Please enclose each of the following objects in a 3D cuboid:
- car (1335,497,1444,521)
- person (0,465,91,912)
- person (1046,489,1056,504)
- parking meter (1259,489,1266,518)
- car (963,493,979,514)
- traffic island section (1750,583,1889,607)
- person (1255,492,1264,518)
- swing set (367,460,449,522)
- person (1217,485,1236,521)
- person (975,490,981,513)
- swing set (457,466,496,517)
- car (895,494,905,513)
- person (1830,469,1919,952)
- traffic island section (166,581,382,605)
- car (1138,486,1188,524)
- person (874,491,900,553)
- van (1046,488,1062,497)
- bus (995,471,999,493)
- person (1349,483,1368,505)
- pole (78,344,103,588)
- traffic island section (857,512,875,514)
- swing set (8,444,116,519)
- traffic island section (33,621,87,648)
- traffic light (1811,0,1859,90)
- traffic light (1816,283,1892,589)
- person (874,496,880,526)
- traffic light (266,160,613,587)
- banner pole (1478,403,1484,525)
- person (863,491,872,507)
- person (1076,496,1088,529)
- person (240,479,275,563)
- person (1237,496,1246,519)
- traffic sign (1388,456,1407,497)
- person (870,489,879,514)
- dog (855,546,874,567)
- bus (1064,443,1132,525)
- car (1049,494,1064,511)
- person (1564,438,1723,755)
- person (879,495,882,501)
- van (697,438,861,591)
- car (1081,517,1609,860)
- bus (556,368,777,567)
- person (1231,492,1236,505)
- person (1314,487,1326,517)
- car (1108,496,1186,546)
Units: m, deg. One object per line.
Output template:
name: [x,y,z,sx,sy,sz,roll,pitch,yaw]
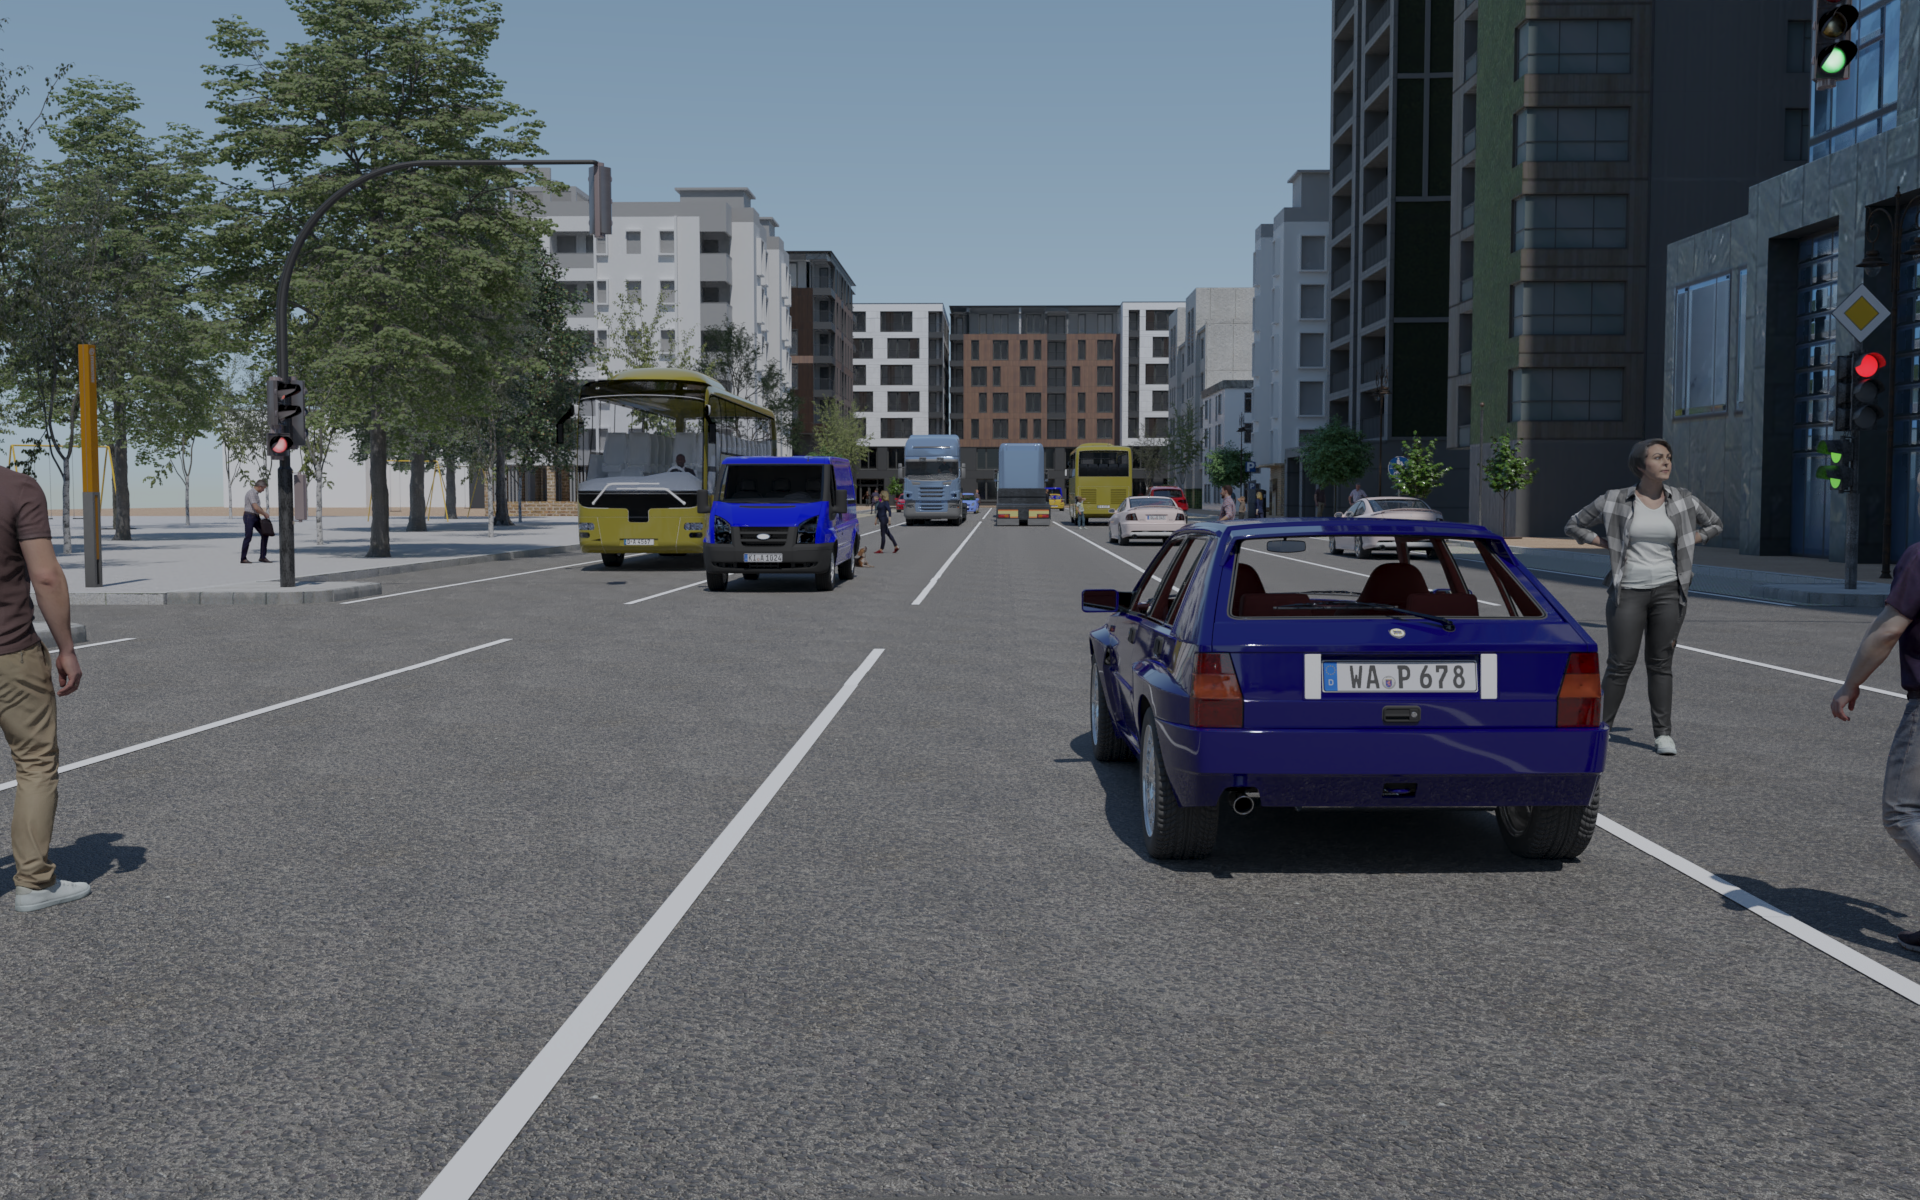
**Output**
car: [9.707,-1.663,39.560,2.083,1.381,4.827,0,4,0]
person: [-3.348,0.162,5.972,0.598,1.807,0.434,0,4,4]
person: [6.131,-6.932,121.850,1.348,1.822,0.705,-2,4,-34]
parking meter: [15.164,-4.794,86.792,0.372,1.533,0.369,0,3,0]
car: [0.438,-7.121,126.023,1.945,1.707,3.694,0,4,3]
traffic island section: [12.040,-0.067,23.372,2.009,0.180,2.903,0,4,1]
person: [11.025,-3.206,63.462,0.613,1.512,0.480,2,4,33]
swing set: [-25.522,-5.060,80.353,3.119,2.851,2.862,-2,4,-35]
person: [4.566,-1.185,29.836,0.435,1.587,0.963,0,4,7]
person: [1.341,-7.444,130.757,0.434,1.755,0.990,2,4,33]
swing set: [-28.019,-6.102,97.387,3.119,2.851,2.862,1,4,18]
car: [-4.025,-7.753,135.793,2.155,1.783,4.494,0,4,1]
person: [2.981,0.333,5.258,0.569,1.553,0.471,1,4,17]
traffic island section: [-9.294,-0.099,23.900,2.009,0.180,2.903,0,4,1]
car: [9.875,-4.620,84.207,2.281,1.827,5.304,0,4,1]
person: [-1.776,-1.885,41.868,0.613,1.512,0.480,-3,5,-41]
van: [8.922,-10.037,168.482,2.240,2.365,5.245,0,4,1]
bus: [3.703,-7.109,111.084,2.948,3.499,13.247,0,4,2]
person: [15.290,-3.653,66.710,0.756,1.711,0.436,3,4,39]
pole: [-11.915,-1.828,23.729,0.158,3.312,0.155,0,3,0]
traffic island section: [-6.465,-6.288,125.668,1.991,0.108,1.994,0,4,1]
swing set: [-28.691,-3.545,55.589,3.119,2.851,2.862,-3,5,-42]
traffic island section: [-9.491,0.389,15.917,2.009,0.180,2.903,0,4,1]
traffic light: [9.711,-2.478,15.186,4.771,5.953,1.251,0,4,1]
traffic light: [12.001,-2.100,23.259,0.839,4.253,0.868,0,4,1]
person: [-3.748,-3.990,77.647,0.340,1.345,0.435,-1,4,-23]
traffic light: [-7.161,-3.002,23.748,4.771,5.953,1.251,0,4,1]
banner pole: [14.333,-3.527,47.687,0.401,3.779,0.863,1,4,15]
person: [-9.643,-10.501,181.013,1.217,1.723,0.721,-2,4,-32]
person: [4.970,-3.562,70.645,0.340,1.345,0.435,2,4,34]
person: [-13.043,-1.460,32.131,0.590,1.554,0.614,-1,4,-11]
person: [10.765,-3.306,66.464,0.340,1.345,0.435,1,4,22]
traffic sign: [14.813,-3.567,58.422,0.768,2.556,0.104,0,4,6]
person: [-6.021,-6.921,122.113,0.683,1.767,0.568,0,4,-4]
dog: [-1.948,-0.850,34.095,0.550,0.427,0.748,0,4,-1]
bus: [6.576,-5.575,82.693,2.896,3.916,12.252,0,4,2]
car: [7.852,-8.319,146.232,2.015,1.641,3.980,0,4,-1]
person: [3.800,-0.024,9.616,0.841,1.734,0.376,1,4,14]
person: [-6.273,-7.665,137.049,0.991,1.433,0.599,1,4,13]
van: [-2.753,-1.407,27.393,2.240,2.365,5.245,0,4,2]
car: [1.579,0.272,8.137,1.945,1.354,3.894,0,4,0]
bus: [-5.855,-2.807,37.441,2.896,3.916,12.252,0,4,0]
person: [12.512,-4.384,80.305,0.598,1.807,0.434,-1,4,-15]
person: [16.120,-4.356,77.390,0.598,1.807,0.434,-1,4,-23]
car: [5.327,-2.269,49.463,2.083,1.381,4.827,0,4,-1]
